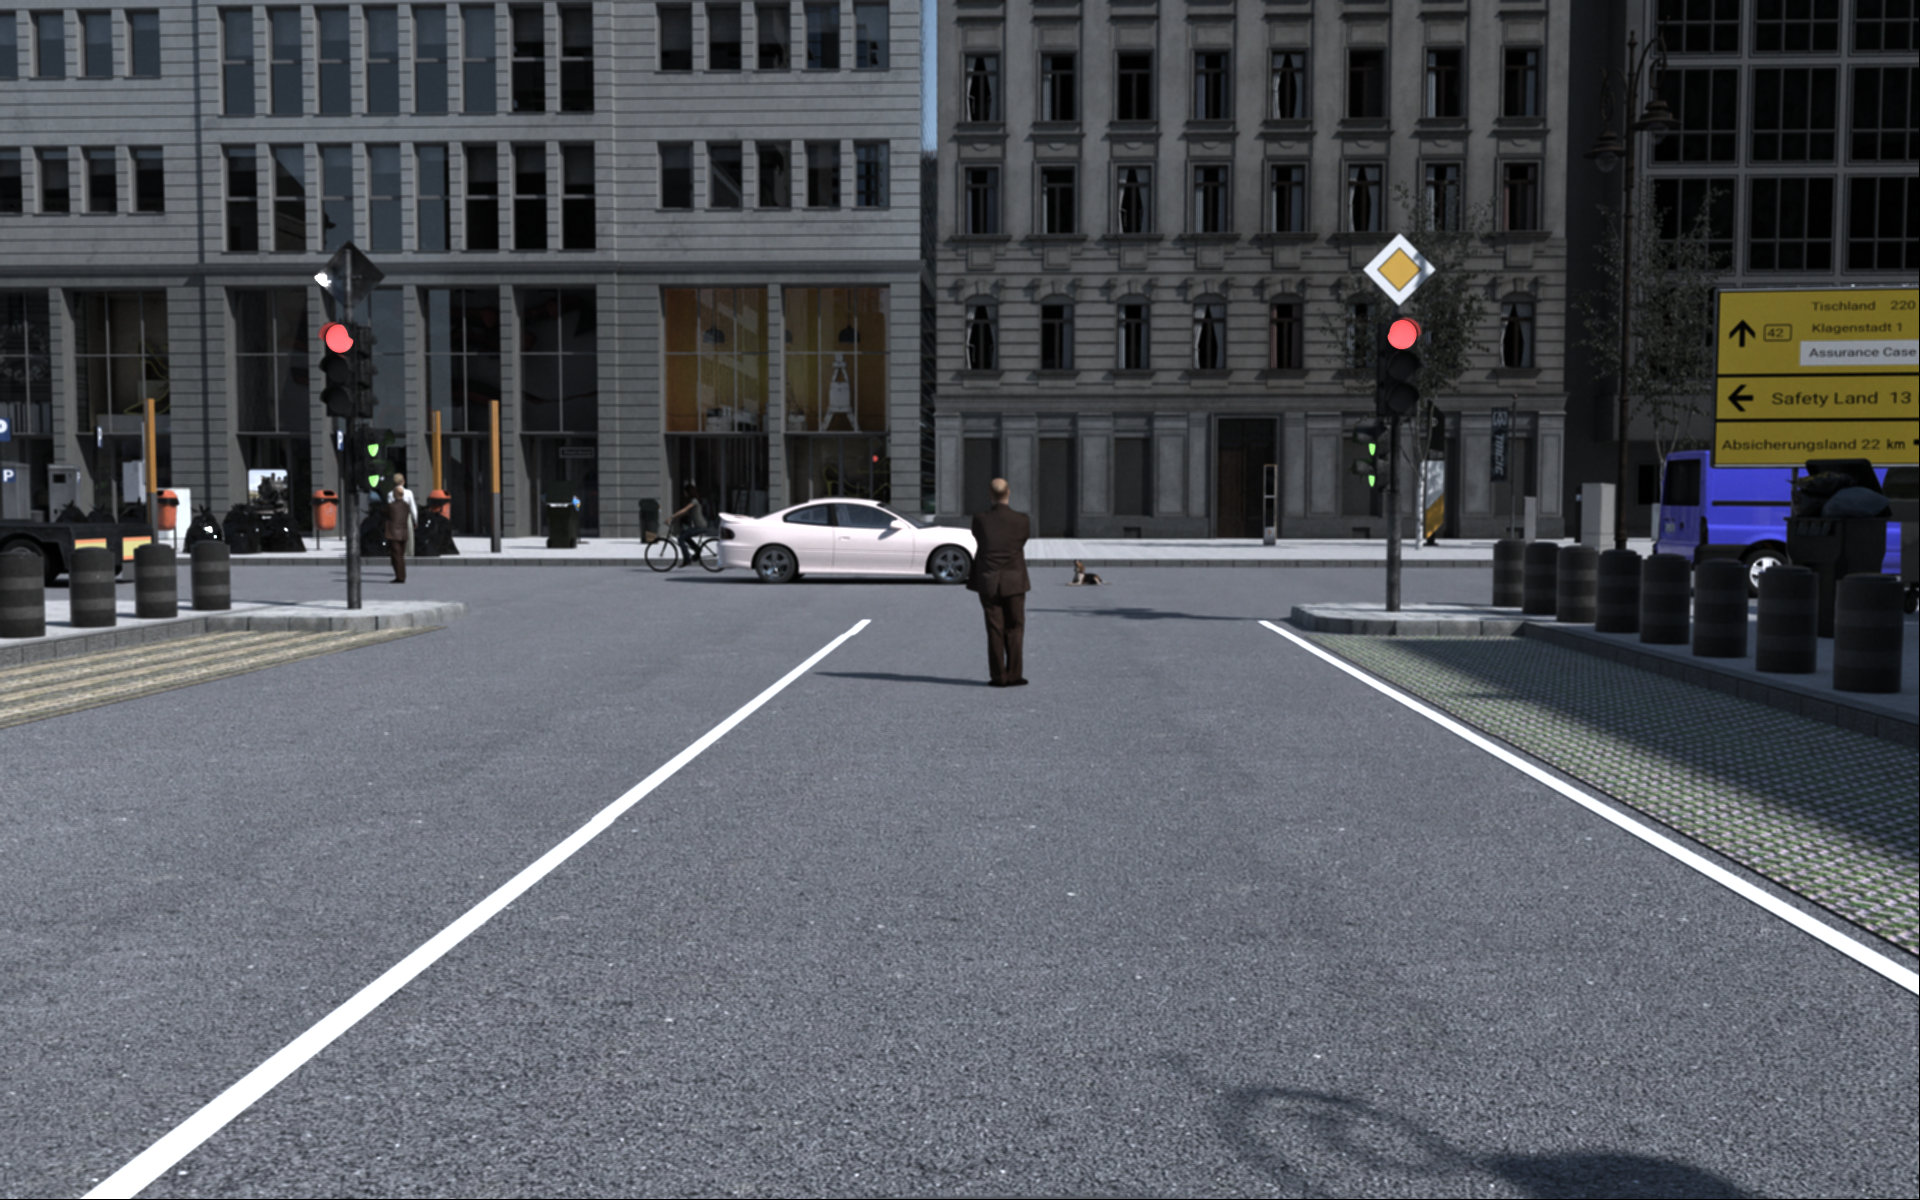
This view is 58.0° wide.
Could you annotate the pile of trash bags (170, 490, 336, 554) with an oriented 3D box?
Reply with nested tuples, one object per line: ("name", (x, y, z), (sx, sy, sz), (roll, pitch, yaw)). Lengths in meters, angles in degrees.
("pile of trash bags", (-15.270, -1.751, 38.378), (1.912, 1.369, 3.447), (2, 4, 32))

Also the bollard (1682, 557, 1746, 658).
("bollard", (6.029, 0.061, 13.726), (0.404, 0.777, 0.398), (0, 3, 0))

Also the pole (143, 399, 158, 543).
("pole", (-17.343, -2.647, 37.128), (0.158, 3.312, 0.155), (0, 3, 0))

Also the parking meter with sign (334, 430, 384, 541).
("parking meter with sign", (-16.130, -3.126, 47.378), (1.738, 3.016, 0.543), (0, 4, -3))

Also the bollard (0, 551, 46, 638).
("bollard", (-8.453, -0.052, 15.563), (0.404, 0.777, 0.398), (0, 3, 0))

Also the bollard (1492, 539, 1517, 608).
("bollard", (6.285, -0.308, 19.748), (0.404, 0.777, 0.398), (0, 3, 0))

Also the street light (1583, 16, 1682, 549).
("street light", (6.699, -2.730, 17.428), (0.468, 5.910, 1.993), (0, 4, 2))

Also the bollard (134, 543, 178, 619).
("bollard", (-8.351, -0.200, 17.983), (0.404, 0.777, 0.398), (0, 3, 0))

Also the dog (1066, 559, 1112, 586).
("dog", (2.043, -0.435, 27.300), (0.748, 0.427, 0.550), (0, 4, 6))

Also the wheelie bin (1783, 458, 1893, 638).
("wheelie bin", (7.893, -0.469, 15.581), (0.693, 1.594, 0.980), (-2, 4, -25))

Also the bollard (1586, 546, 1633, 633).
("bollard", (6.132, -0.086, 16.127), (0.404, 0.777, 0.398), (0, 3, 0))

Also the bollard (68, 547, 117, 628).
("bollard", (-8.401, -0.126, 16.770), (0.404, 0.777, 0.398), (0, 3, 0))

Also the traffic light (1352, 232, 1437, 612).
("traffic light", (4.703, -1.825, 18.767), (0.839, 4.253, 0.868), (0, 4, 2))

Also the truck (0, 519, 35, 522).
("truck", (-27.406, -2.631, 32.783), (18.799, 4.110, 2.967), (0, 4, 2))

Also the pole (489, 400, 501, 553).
("pole", (-10.150, -2.687, 37.783), (0.158, 3.312, 0.155), (0, 3, 0))

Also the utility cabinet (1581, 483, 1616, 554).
("utility cabinet", (13.040, -1.633, 35.377), (0.318, 1.500, 1.173), (0, 4, 2))

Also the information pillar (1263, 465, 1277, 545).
("information pillar", (7.782, -2.384, 43.472), (0.304, 2.012, 0.304), (1, 4, 14))

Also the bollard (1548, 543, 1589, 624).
("bollard", (6.182, -0.160, 17.328), (0.404, 0.777, 0.398), (0, 3, 0))

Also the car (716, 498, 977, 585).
("car", (-1.559, -0.975, 28.298), (4.827, 1.381, 2.083), (0, 4, 4))

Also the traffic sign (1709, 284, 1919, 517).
("traffic sign", (8.535, -1.413, 16.975), (2.265, 3.308, 0.079), (1, 4, 9))

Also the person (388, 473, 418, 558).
("person", (-9.834, -1.328, 30.434), (0.478, 1.798, 0.641), (0, 4, 3))

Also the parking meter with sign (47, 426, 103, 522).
("parking meter with sign", (-22.911, -2.938, 44.296), (1.738, 3.016, 0.543), (-1, 4, -15))

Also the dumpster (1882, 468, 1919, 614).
("dumpster", (10.635, -0.930, 17.699), (1.502, 2.255, 1.985), (0, 4, 3))

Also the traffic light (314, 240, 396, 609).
("traffic light", (-6.749, -1.854, 19.233), (0.839, 4.253, 0.868), (0, 4, 2))

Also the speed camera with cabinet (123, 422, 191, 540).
("speed camera with cabinet", (-22.446, -3.308, 48.414), (0.660, 3.252, 2.038), (1, 4, 15))

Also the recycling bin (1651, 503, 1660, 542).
("recycling bin", (19.197, -2.106, 46.980), (0.722, 1.027, 0.722), (2, 4, 31))

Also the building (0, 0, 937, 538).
("building", (-15.632, -16.969, 54.930), (29.804, 29.767, 11.434), (0, 4, 2))

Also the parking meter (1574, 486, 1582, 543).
("parking meter", (16.299, -2.258, 45.337), (0.372, 1.533, 0.369), (0, 3, 0))

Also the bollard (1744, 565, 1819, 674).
("bollard", (5.982, 0.134, 12.525), (0.404, 0.777, 0.398), (0, 3, 0))

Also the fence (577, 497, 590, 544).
("fence", (-10.253, -2.117, 45.811), (0.480, 1.192, 2.264), (-1, 4, -22))

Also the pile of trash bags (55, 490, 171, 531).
("pile of trash bags", (-19.427, -1.863, 40.219), (3.447, 1.369, 1.912), (2, 4, 25))

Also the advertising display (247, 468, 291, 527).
("advertising display", (-16.886, -2.270, 42.330), (0.974, 1.923, 0.123), (-1, 4, -12))

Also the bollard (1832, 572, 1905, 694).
("bollard", (5.931, 0.209, 11.308), (0.404, 0.777, 0.398), (0, 3, 0))

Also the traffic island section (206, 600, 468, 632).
("traffic island section", (-6.789, 0.178, 19.369), (2.009, 0.180, 2.903), (0, 4, 2))

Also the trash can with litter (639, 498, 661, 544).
("trash can with litter", (-7.977, -2.050, 44.907), (0.624, 1.170, 1.055), (-1, 4, -20))

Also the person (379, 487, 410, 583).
("person", (-9.100, -1.047, 27.891), (0.388, 1.546, 0.482), (2, 4, 30))

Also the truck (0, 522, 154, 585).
("truck", (-22.725, -2.325, 27.766), (18.799, 4.110, 2.967), (0, 4, 3))

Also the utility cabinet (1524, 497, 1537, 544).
("utility cabinet", (14.519, -2.014, 44.098), (0.306, 1.237, 1.020), (1, 4, 18))

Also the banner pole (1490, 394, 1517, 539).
("banner pole", (13.722, -3.278, 43.614), (0.401, 3.779, 0.863), (-3, 5, -43))

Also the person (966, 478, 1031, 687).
("person", (0.286, -0.132, 12.935), (0.482, 1.546, 0.388), (0, 4, 1))

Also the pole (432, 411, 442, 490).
("pole", (-12.837, -2.977, 42.524), (0.158, 3.312, 0.155), (0, 3, 0))

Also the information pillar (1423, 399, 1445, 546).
("information pillar", (11.766, -3.155, 42.931), (0.504, 3.616, 0.183), (-1, 4, -20))

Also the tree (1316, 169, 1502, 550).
("tree", (10.519, -5.473, 39.843), (4.360, 8.622, 3.978), (0, 3, 0))

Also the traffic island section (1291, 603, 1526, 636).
("traffic island section", (4.742, 0.208, 18.880), (2.009, 0.180, 2.903), (0, 4, 2))

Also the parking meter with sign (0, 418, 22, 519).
("parking meter with sign", (-22.033, -2.702, 40.433), (0.543, 3.016, 1.738), (0, 4, -6))

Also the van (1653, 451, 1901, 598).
("van", (12.735, -1.227, 24.447), (5.245, 2.365, 2.240), (0, 4, 4))

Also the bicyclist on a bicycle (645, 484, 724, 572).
("bicyclist on a bicycle", (-4.993, -1.329, 31.744), (1.625, 1.676, 1.499), (0, 4, 3))

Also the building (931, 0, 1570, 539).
("building", (8.347, -12.489, 53.343), (18.267, 20.994, 9.793), (0, 4, 2))

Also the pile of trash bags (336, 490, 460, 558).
("pile of trash bags", (-11.480, -1.640, 36.562), (1.912, 1.369, 3.447), (0, 4, 2))

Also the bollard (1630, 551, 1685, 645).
("bollard", (6.080, -0.013, 14.926), (0.404, 0.777, 0.398), (0, 3, 0))

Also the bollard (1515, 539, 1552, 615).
("bollard", (6.236, -0.234, 18.547), (0.404, 0.777, 0.398), (0, 3, 0))

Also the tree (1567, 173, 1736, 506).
("tree", (16.065, -5.449, 39.457), (4.360, 8.622, 3.978), (0, 3, 0))

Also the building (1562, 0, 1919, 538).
("building", (29.573, -15.977, 54.736), (24.014, 27.812, 14.314), (0, 4, 2))

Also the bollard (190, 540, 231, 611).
("bollard", (-8.299, -0.273, 19.184), (0.404, 0.777, 0.398), (0, 3, 0))
